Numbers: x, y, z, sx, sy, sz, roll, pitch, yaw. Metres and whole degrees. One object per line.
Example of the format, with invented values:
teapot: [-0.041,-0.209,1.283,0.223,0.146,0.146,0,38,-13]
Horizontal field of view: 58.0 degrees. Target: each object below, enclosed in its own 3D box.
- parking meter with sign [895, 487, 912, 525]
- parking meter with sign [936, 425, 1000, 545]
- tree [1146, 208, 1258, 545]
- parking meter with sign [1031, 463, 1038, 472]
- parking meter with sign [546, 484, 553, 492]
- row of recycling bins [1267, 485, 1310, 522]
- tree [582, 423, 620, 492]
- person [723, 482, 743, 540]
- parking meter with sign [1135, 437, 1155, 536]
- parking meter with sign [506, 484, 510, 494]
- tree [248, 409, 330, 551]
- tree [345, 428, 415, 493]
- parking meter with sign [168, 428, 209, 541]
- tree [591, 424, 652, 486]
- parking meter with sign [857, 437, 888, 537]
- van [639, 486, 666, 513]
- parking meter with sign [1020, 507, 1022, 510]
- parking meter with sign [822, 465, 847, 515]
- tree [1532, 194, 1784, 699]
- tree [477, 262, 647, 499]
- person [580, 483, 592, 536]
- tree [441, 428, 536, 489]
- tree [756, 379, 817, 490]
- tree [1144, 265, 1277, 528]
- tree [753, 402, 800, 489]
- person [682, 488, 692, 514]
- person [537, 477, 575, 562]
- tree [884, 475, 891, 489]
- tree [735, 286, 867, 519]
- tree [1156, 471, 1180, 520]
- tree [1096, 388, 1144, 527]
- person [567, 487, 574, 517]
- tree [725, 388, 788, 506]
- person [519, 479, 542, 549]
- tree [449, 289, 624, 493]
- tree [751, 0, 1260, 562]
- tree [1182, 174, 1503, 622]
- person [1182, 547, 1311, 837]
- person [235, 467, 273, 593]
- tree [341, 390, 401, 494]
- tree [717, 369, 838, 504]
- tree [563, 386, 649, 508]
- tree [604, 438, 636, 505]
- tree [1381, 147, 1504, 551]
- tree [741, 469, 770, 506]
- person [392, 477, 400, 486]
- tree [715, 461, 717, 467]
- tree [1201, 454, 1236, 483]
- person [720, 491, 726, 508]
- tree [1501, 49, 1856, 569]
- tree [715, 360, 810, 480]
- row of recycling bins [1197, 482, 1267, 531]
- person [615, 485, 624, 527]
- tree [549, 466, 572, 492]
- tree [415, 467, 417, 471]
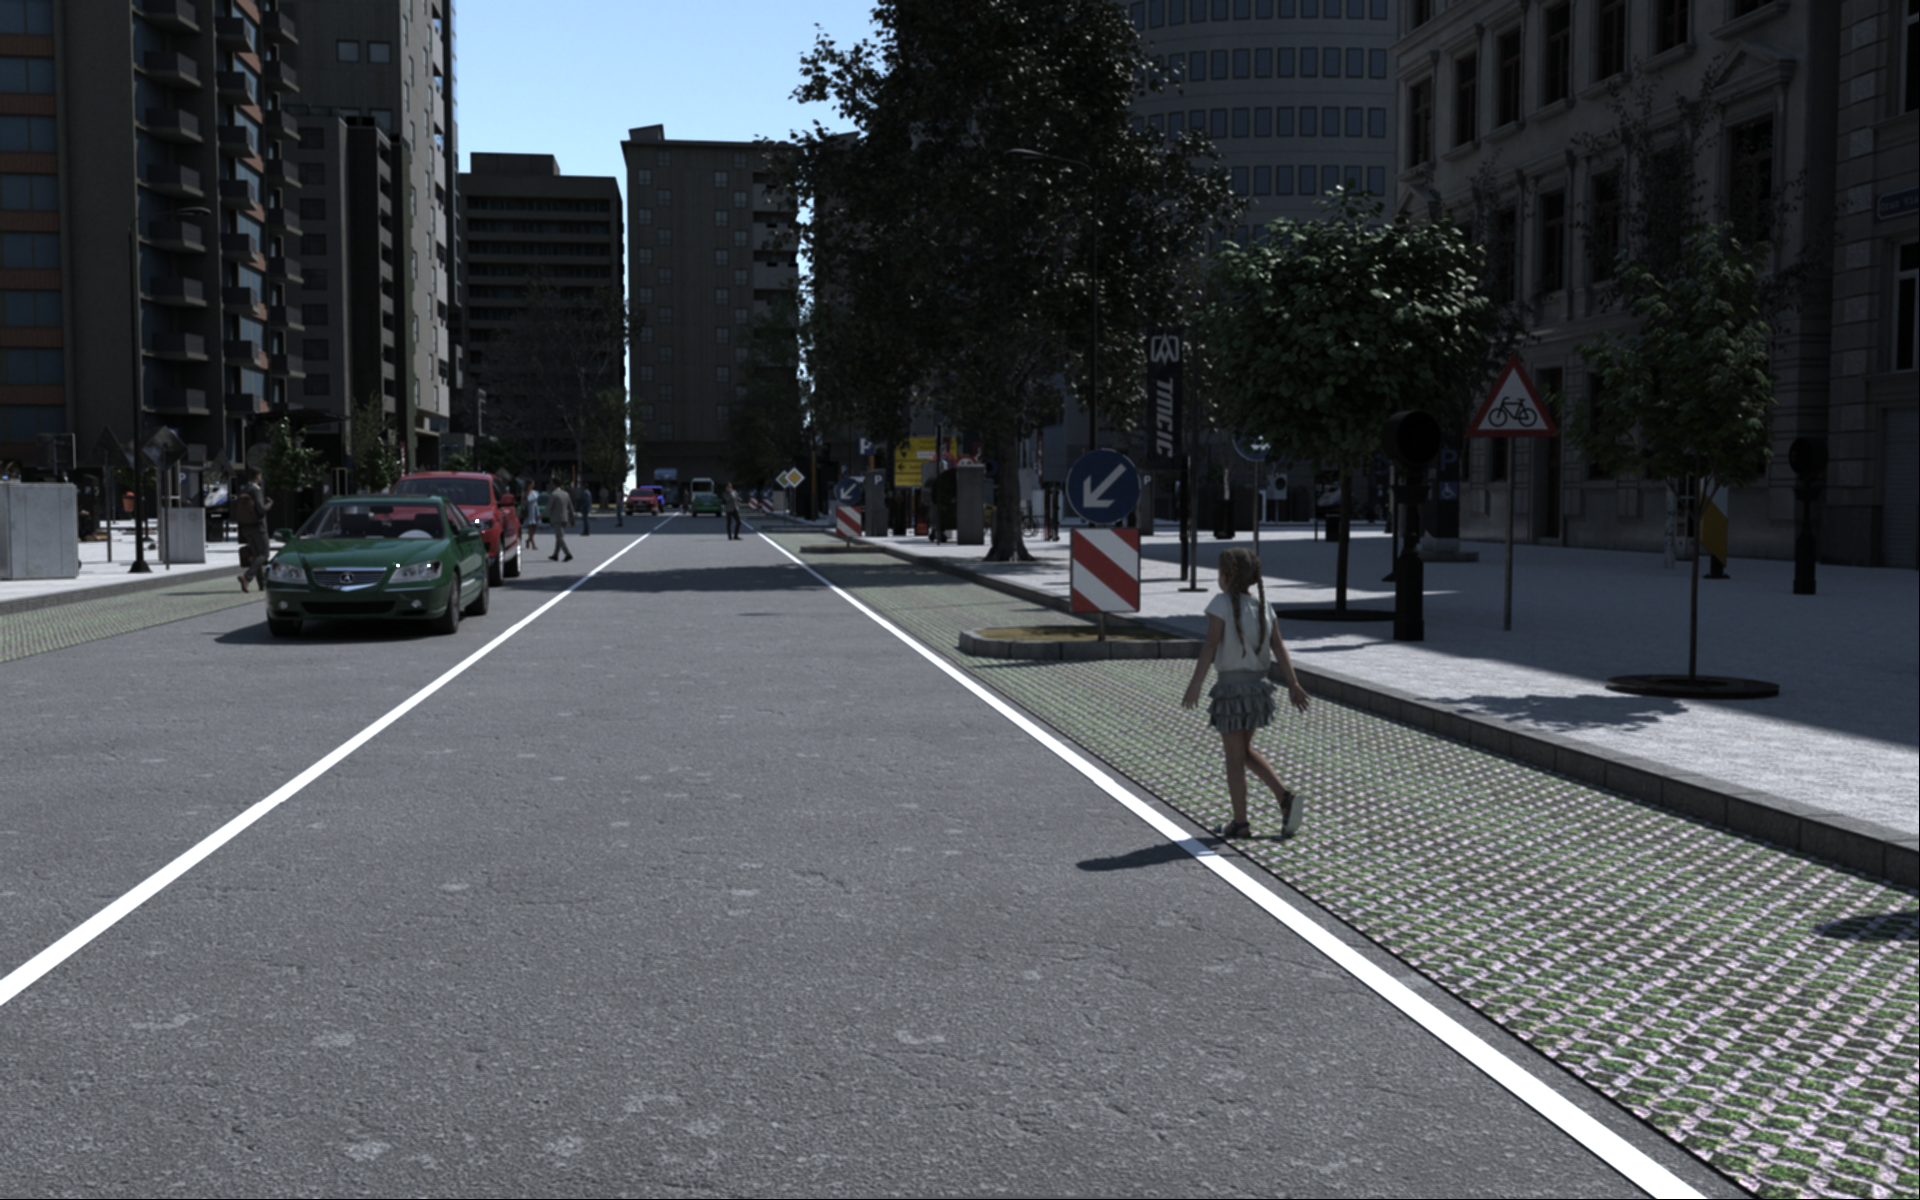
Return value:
parking meter with sign: [-2.379,-4.696,73.048,1.738,3.016,0.543,1,4,10]
parking meter with sign: [0.276,-2.903,43.726,1.738,3.016,0.543,0,4,-5]
tree: [6.172,-5.716,43.826,4.737,8.622,4.395,0,3,0]
parking meter with sign: [3.675,-6.125,96.398,0.543,3.016,1.738,-3,4,-37]
parking meter with sign: [-32.042,-8.530,135.732,1.738,3.016,0.543,-1,4,-11]
row of recycling bins: [14.381,-4.465,80.108,3.534,1.692,1.069,1,4,11]
tree: [-36.812,-13.924,178.014,4.737,8.622,4.395,0,3,0]
person: [-7.106,-2.780,54.133,0.592,1.802,0.473,-2,4,-29]
parking meter with sign: [5.764,-3.511,53.665,0.543,3.016,1.738,0,4,-6]
parking meter with sign: [-33.008,-7.907,125.532,1.738,3.016,0.543,2,4,31]
tree: [-15.380,-2.746,39.492,1.663,3.219,1.824,0,3,0]
tree: [-17.333,-3.459,51.152,1.663,3.219,1.824,0,3,0]
parking meter with sign: [-20.790,-3.093,46.824,0.543,3.016,1.738,1,4,11]
tree: [-43.150,-17.493,220.414,8.767,10.594,7.601,0,4,-1]
parking meter with sign: [-2.603,-3.443,52.549,0.543,3.016,1.738,-1,4,-21]
van: [-23.161,-7.676,129.883,2.240,2.365,5.245,-1,4,-10]
parking meter with sign: [1.649,-3.616,55.379,0.543,3.016,1.738,1,4,10]
parking meter with sign: [-7.692,-6.693,105.692,1.738,3.016,0.543,3,5,42]
tree: [4.889,-1.022,11.314,1.663,3.219,1.824,0,3,0]
tree: [-32.842,-17.581,143.346,12.611,20.169,13.585,0,3,0]
person: [-12.873,-3.113,59.574,0.419,1.800,0.721,-1,4,-13]
tree: [-22.975,-6.279,86.377,4.285,4.588,4.351,0,3,0]
tree: [-10.816,-9.822,110.950,4.360,8.622,3.978,0,3,0]
tree: [8.730,-6.440,55.650,4.360,8.622,3.978,0,3,0]
tree: [-14.798,-11.464,137.803,4.737,8.622,4.395,0,3,0]
person: [-19.225,-6.939,121.911,0.822,1.834,0.622,-2,4,-29]
person: [-8.555,-1.723,36.942,0.850,1.792,0.678,2,4,32]
tree: [-5.801,-8.189,128.492,1.663,3.219,1.824,0,3,0]
tree: [-7.540,-9.916,87.876,9.928,11.665,9.643,0,3,0]
tree: [10.461,-5.634,86.715,1.663,3.219,1.824,0,3,0]
tree: [5.972,-6.797,61.497,4.360,8.622,3.978,0,3,0]
person: [-21.800,-5.420,97.098,0.573,1.828,0.580,1,4,23]
tree: [-21.208,-16.249,183.794,7.486,12.596,7.792,0,3,0]
person: [-11.147,-2.215,44.812,0.616,1.811,0.778,-3,4,-37]
tree: [-25.026,-11.791,103.154,12.009,13.543,11.850,0,3,0]
tree: [0.868,-7.093,32.984,9.611,12.733,9.660,0,3,0]
tree: [3.917,-2.094,17.951,4.285,4.588,4.351,0,3,0]
person: [1.165,0.390,7.145,0.505,1.210,0.382,-2,4,-34]
person: [-10.320,-1.029,25.289,0.622,1.834,0.822,2,4,26]
tree: [-42.130,-10.586,123.440,4.737,8.622,4.395,0,3,0]
tree: [-13.166,-11.956,129.891,8.767,10.594,7.601,-1,4,-15]
tree: [-33.177,-14.476,162.442,9.928,11.665,9.643,0,3,0]
tree: [-41.557,-15.888,210.128,4.360,8.622,3.978,0,3,0]
tree: [10.848,-5.342,37.698,4.360,8.622,3.978,0,3,0]
tree: [-22.441,-12.686,191.134,4.285,4.588,4.351,0,3,0]
person: [-12.056,-1.724,36.954,0.850,1.792,0.678,-1,4,-17]
tree: [-27.475,-17.593,222.057,8.767,10.594,7.601,0,4,7]
tree: [12.130,-5.355,82.159,1.663,3.219,1.824,0,3,0]
person: [-24.063,-10.272,177.174,1.217,1.743,0.721,0,4,4]
tree: [12.272,-4.821,29.178,4.360,8.622,3.978,0,3,0]
tree: [-17.200,-14.937,154.596,12.009,13.543,11.850,0,3,0]
row of recycling bins: [9.423,-3.317,61.347,1.069,1.692,3.534,-1,4,-19]
person: [-14.981,-4.148,76.327,0.388,1.821,0.555,0,4,3]
tree: [-27.416,-7.613,119.068,1.663,3.219,1.824,0,3,0]
tree: [-37.381,-7.592,118.722,1.663,3.219,1.824,0,3,0]
